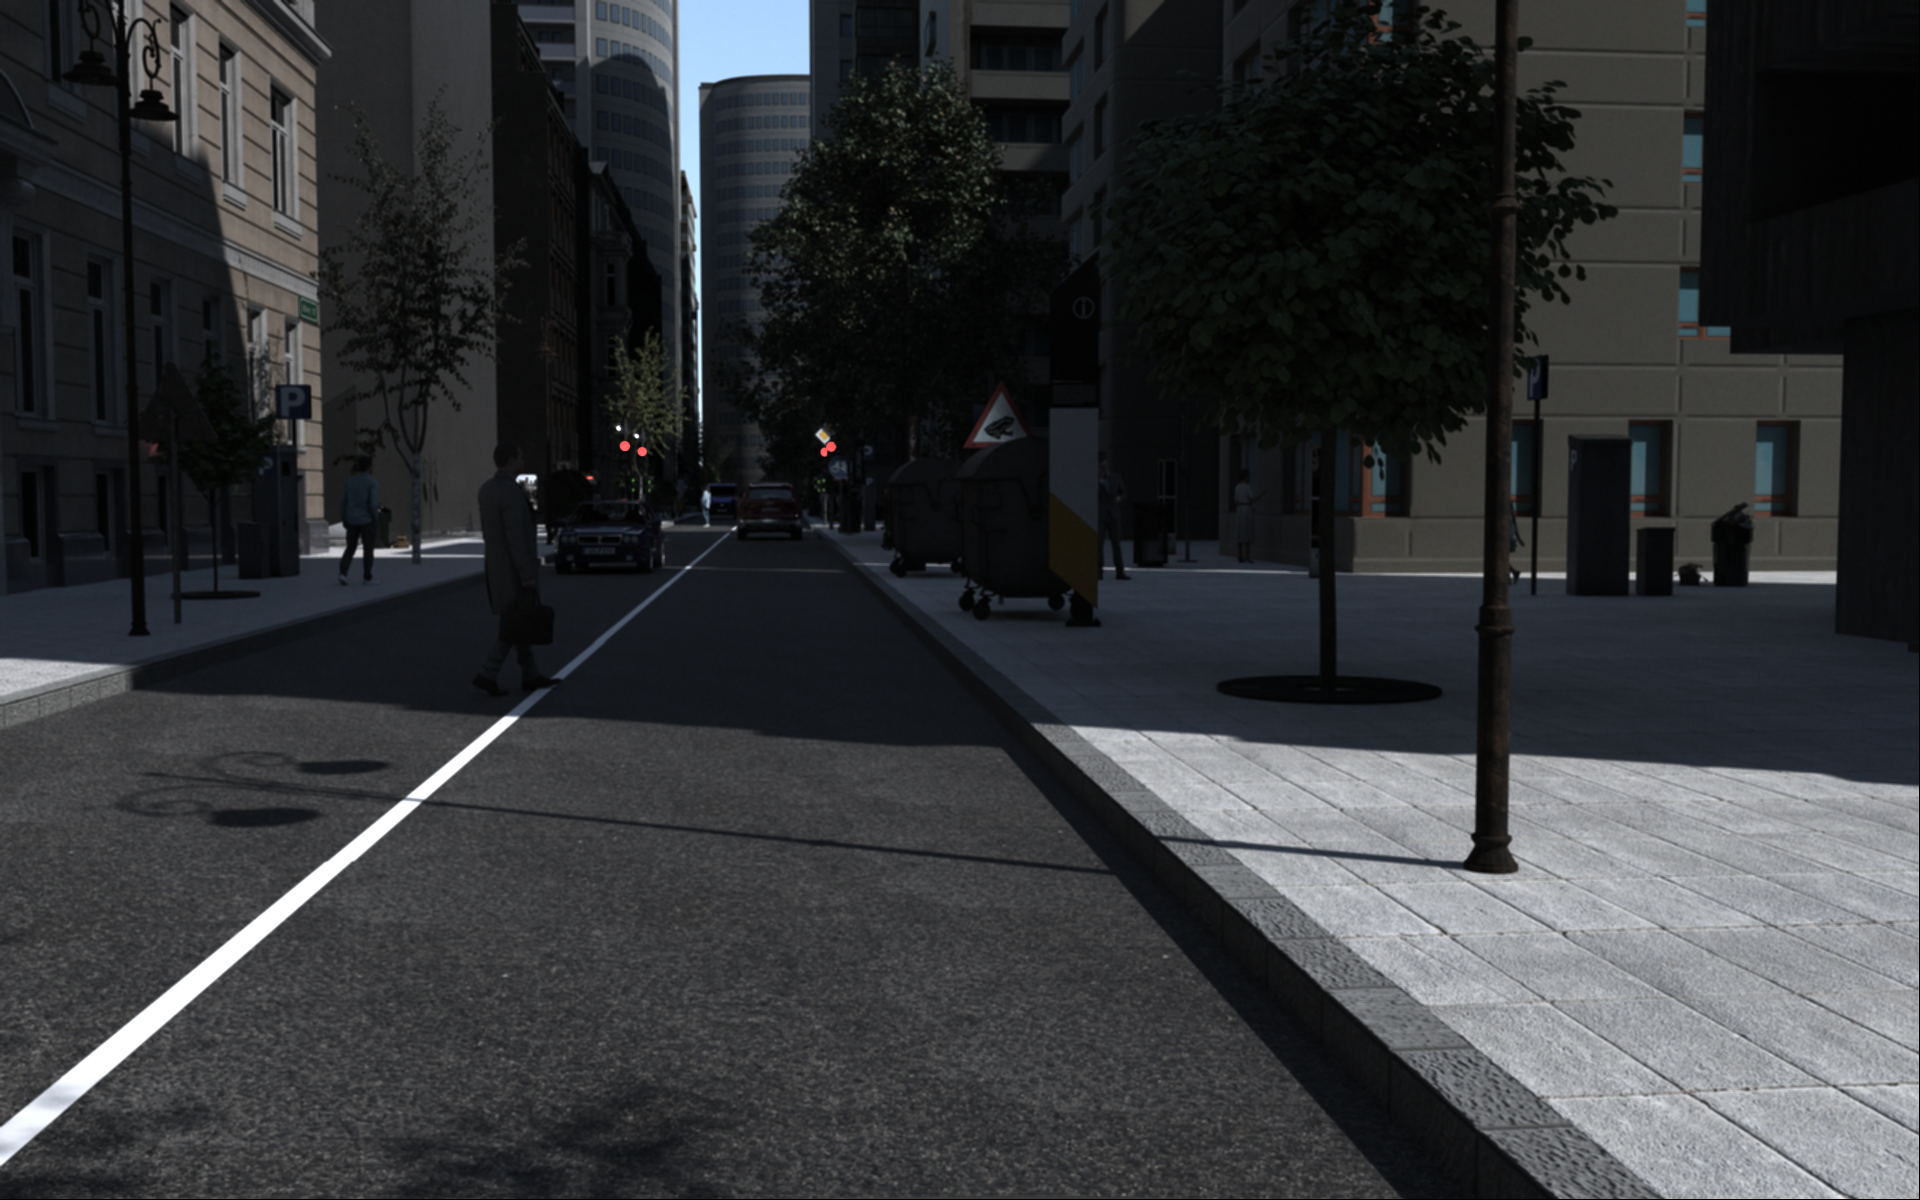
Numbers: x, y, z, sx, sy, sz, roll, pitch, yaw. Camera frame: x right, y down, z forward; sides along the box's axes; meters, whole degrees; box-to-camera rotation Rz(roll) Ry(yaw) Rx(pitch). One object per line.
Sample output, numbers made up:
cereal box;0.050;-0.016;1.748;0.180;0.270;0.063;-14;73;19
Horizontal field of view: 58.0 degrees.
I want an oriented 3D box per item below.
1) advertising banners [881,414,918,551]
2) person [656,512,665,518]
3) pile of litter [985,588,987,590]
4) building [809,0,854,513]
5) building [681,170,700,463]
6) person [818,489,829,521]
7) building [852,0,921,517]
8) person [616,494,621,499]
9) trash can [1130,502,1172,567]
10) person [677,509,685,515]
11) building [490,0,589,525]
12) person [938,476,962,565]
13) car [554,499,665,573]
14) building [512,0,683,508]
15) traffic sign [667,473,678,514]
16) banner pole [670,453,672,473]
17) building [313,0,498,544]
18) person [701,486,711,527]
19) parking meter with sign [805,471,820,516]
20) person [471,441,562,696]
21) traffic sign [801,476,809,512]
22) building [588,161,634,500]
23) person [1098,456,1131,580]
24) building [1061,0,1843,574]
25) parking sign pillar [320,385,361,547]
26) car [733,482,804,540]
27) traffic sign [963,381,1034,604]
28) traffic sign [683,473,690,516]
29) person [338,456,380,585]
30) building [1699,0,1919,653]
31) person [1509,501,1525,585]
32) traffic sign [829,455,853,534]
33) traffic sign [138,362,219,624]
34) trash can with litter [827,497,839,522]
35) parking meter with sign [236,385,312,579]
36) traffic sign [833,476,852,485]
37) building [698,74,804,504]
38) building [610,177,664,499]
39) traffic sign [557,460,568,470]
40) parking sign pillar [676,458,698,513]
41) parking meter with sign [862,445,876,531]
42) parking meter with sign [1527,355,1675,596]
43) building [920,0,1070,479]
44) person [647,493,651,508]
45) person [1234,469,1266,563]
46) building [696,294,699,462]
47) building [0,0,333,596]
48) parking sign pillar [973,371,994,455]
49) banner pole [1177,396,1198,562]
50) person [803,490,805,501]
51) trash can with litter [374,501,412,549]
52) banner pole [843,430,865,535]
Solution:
advertising banners;-1.361;-2.621;39.045;0.090;3.025;2.074;-2;4;-24
person;-15.906;-5.239;92.060;0.624;1.780;0.694;-2;4;-24
pile of litter;0.829;-0.551;22.969;1.176;0.858;1.719;1;4;9
building;-0.784;-35.999;130.576;21.231;58.520;28.212;0;4;-6
building;-42.384;-31.049;199.530;23.993;40.220;32.217;0;4;-6
person;-6.512;-4.614;83.291;0.589;1.601;0.330;-1;4;-20
building;0.620;-20.221;102.311;14.160;30.474;14.107;0;4;-6
person;-16.748;-4.563;84.922;0.475;1.303;0.640;2;4;26
trash can;3.356;-1.151;30.477;0.748;1.137;0.748;0;3;0
person;-17.387;-5.962;107.797;0.640;1.303;0.475;0;4;6
building;-23.874;-15.222;78.553;12.332;23.373;15.834;0;4;-6
person;-0.129;-1.548;31.266;0.656;1.842;0.836;-3;5;-42
car;-6.542;-1.220;32.524;1.945;1.354;3.894;0;4;-5
building;-36.478;-37.549;155.932;21.231;58.520;28.212;0;4;-6
traffic sign;-17.009;-6.262;102.491;0.768;2.556;0.104;0;4;-6
banner pole;-17.579;-7.054;105.351;0.401;3.779;0.863;0;4;-5
building;-26.344;-15.638;49.182;24.014;27.812;14.314;0;4;-6
person;-11.039;-4.076;75.400;0.793;1.790;0.793;-1;4;-15
parking meter with sign;-8.684;-6.547;103.300;0.543;3.016;1.738;-2;4;-25
person;-3.193;-0.236;12.461;0.767;1.812;0.694;-3;4;-36
traffic sign;-10.749;-7.426;121.528;0.768;2.556;0.104;0;4;3
building;-26.983;-17.405;103.648;14.460;24.649;34.723;0;4;-6
person;2.230;-1.223;25.840;0.655;1.846;0.447;0;4;-7
building;18.560;-12.112;43.070;27.650;21.520;28.899;0;4;-6
parking sign pillar;-15.565;-3.316;42.689;1.447;3.967;1.447;-3;5;-39
car;-6.101;-2.855;55.354;2.281;1.827;5.304;0;4;-7
traffic sign;0.477;-1.228;20.079;0.884;2.594;0.081;0;4;-2
traffic sign;-16.501;-6.313;103.321;0.768;2.556;0.104;0;4;0
person;-8.503;-1.124;24.441;0.660;1.820;0.620;1;4;13
building;13.659;-14.738;12.662;14.160;30.474;14.107;0;4;-6
person;7.756;-0.815;24.377;0.382;1.210;0.505;1;4;18
traffic sign;-3.854;-3.422;56.061;0.768;2.556;0.104;0;4;-4
traffic sign;-7.741;-1.044;17.070;0.884;2.594;0.081;0;4;3
trash can with litter;-5.870;-4.278;81.338;0.624;1.170;1.055;-2;4;-28
parking meter with sign;-10.652;-1.872;26.866;0.543;3.016;1.738;0;4;2
traffic sign;-4.986;-4.468;73.058;0.884;2.594;0.081;0;4;4
building;-21.727;-42.754;241.025;28.212;58.520;21.231;0;4;-6
building;-28.883;-18.299;128.859;12.332;23.373;15.834;0;4;-6
traffic sign;-11.885;-3.079;52.465;0.606;2.300;0.079;0;4;-6
parking sign pillar;-18.495;-7.877;117.267;1.447;3.967;1.447;0;4;-2
parking meter with sign;-3.211;-3.937;60.630;0.543;3.016;1.738;0;4;-7
parking meter with sign;8.122;-1.570;21.933;1.738;3.016;0.543;0;4;1
building;8.878;-28.168;84.254;21.600;48.544;21.300;0;4;-6
person;-19.591;-6.278;108.928;0.600;1.795;0.529;3;5;39
person;5.394;-1.574;32.341;0.524;1.755;0.480;-2;4;-35
building;-42.891;-28.395;235.958;14.107;30.474;14.160;0;4;-6
building;-18.989;-14.734;26.813;13.634;28.700;20.117;0;4;-6
parking sign pillar;0.531;-2.990;37.360;1.447;3.967;1.447;0;4;1
banner pole;4.201;-2.591;32.376;0.401;3.779;0.863;2;4;23
person;-15.573;-10.160;173.104;0.436;1.711;0.756;-3;5;-40
trash can with litter;-13.533;-1.807;40.931;1.055;1.170;0.624;-3;5;-43
banner pole;-3.304;-3.939;54.413;0.863;3.779;0.401;-3;5;-41
